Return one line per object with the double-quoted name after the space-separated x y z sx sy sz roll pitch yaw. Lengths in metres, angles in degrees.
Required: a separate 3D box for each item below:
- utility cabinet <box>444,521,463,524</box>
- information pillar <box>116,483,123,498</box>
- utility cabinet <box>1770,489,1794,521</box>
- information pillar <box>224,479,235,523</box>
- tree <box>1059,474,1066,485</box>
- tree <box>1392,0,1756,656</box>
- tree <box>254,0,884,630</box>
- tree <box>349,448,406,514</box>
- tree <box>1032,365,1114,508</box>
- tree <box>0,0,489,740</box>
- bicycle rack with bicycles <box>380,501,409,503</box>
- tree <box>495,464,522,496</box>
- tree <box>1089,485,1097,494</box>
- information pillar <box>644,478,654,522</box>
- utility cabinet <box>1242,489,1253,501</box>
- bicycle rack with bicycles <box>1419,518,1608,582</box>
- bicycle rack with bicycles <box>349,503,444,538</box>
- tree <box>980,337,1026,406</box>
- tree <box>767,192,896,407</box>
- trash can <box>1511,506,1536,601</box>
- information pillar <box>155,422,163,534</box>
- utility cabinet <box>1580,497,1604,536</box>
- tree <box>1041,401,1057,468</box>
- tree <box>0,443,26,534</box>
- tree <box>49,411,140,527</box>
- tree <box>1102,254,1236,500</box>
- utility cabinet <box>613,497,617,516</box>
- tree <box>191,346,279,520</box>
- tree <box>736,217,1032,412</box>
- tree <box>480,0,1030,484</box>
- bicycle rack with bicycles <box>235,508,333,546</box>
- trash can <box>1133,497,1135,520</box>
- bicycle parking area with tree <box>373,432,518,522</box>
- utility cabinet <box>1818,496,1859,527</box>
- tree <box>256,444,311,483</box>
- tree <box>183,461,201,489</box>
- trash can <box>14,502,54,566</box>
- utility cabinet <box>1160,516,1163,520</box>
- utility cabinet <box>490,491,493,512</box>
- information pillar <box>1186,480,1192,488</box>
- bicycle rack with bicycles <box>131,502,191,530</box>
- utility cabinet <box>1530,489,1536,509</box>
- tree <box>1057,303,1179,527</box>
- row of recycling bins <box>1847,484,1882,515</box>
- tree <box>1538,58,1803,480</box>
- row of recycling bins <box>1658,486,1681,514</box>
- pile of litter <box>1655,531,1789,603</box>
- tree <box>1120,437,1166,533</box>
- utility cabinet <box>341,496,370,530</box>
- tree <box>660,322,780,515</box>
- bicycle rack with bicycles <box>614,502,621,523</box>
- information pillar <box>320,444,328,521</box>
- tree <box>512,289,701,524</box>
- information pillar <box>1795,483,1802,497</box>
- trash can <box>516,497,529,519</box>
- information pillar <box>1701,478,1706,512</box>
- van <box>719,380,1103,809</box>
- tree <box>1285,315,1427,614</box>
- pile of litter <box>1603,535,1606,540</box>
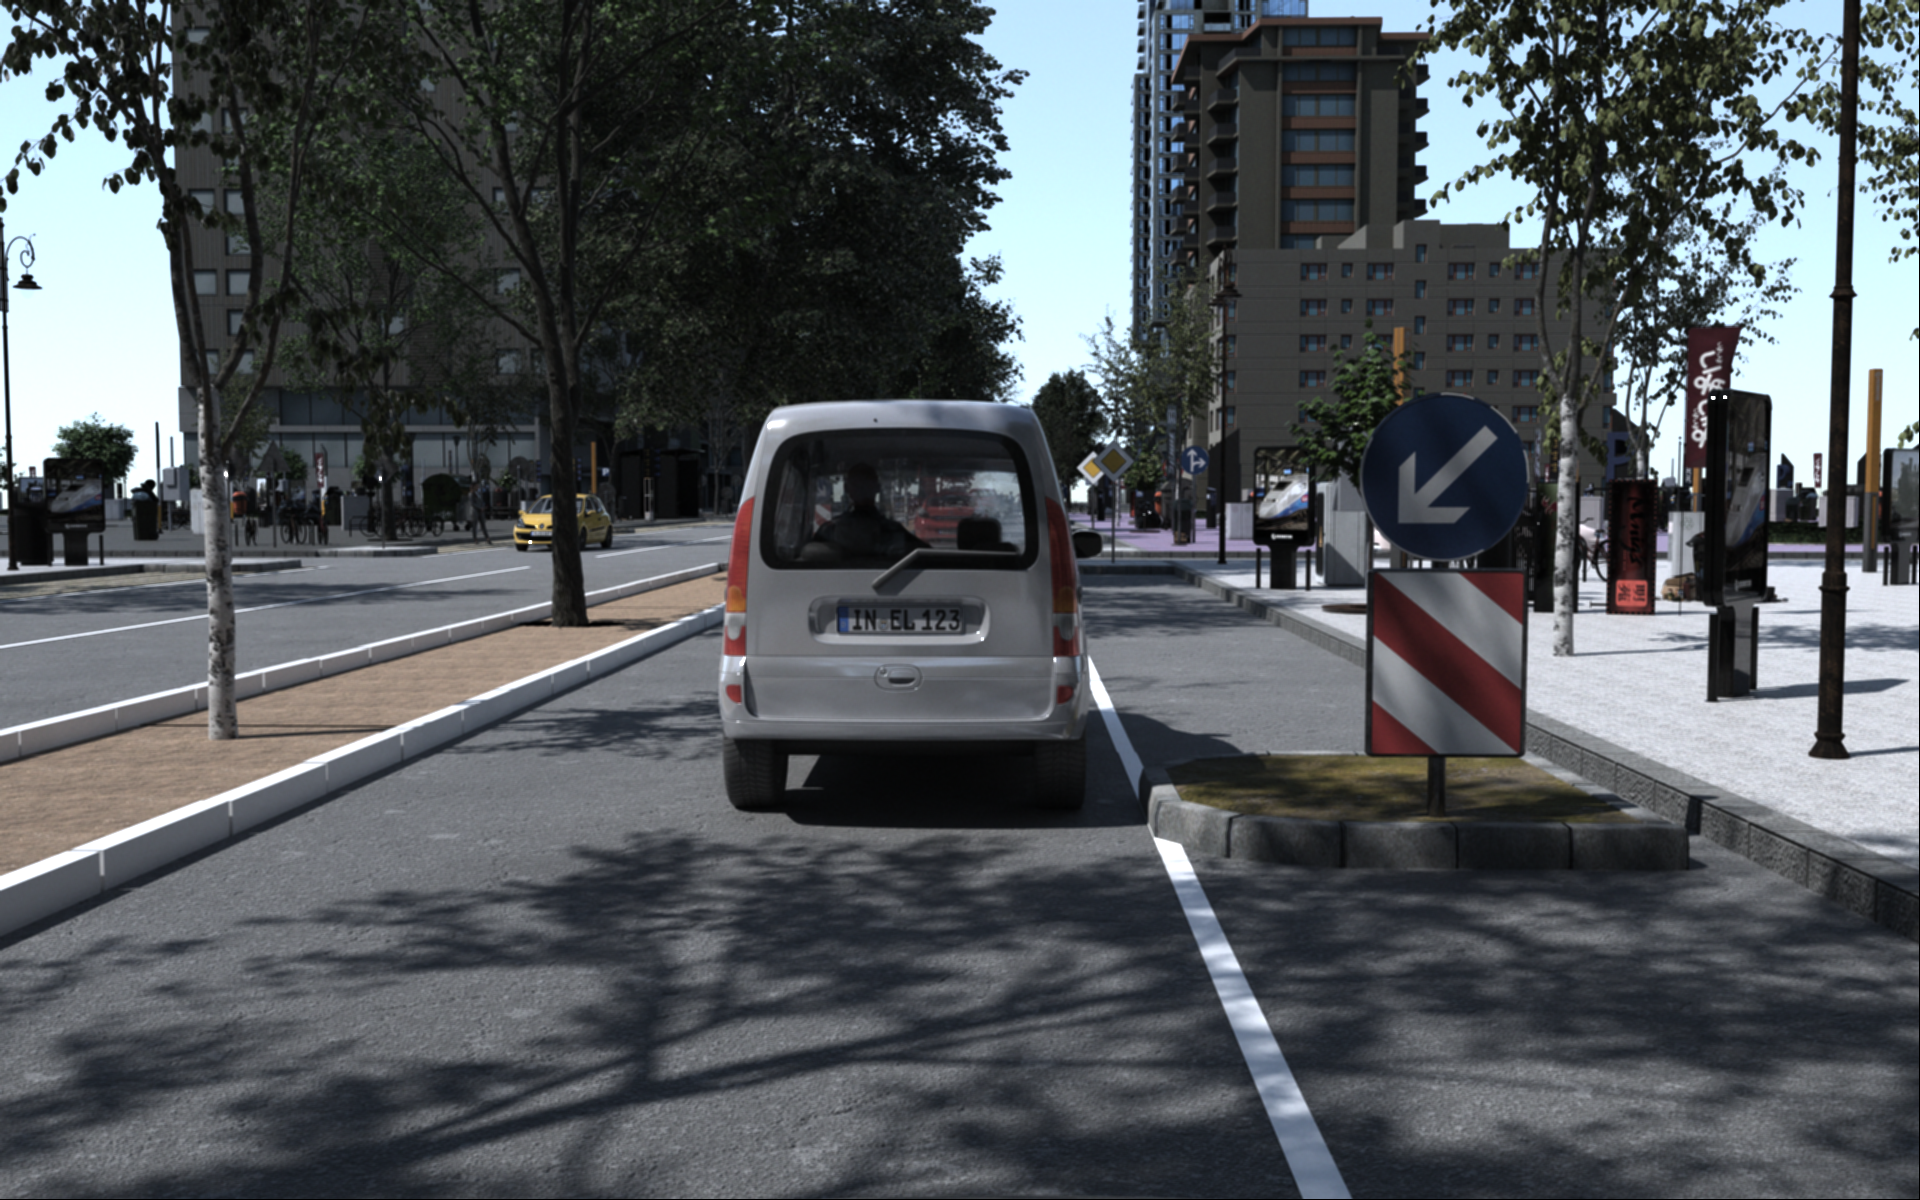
-22.039 -3.912 75.128 1.020 1.237 0.306 2 4 27 "utility cabinet"
-55.545 -6.727 114.475 0.304 2.012 0.304 -3 5 -44 "information pillar"
34.817 -3.956 73.357 1.173 1.500 0.318 -2 4 -30 "utility cabinet"
-32.477 -5.227 76.813 0.504 3.616 0.183 0 4 7 "information pillar"
12.330 -20.283 238.286 9.857 13.997 8.962 0 3 0 "tree"
5.027 -3.862 13.506 4.737 8.622 4.395 0 3 0 "tree"
-4.330 -5.523 18.512 9.928 11.665 9.643 0 3 0 "tree"
-36.473 -7.614 108.209 4.285 4.588 4.351 0 3 0 "tree"
9.628 -14.489 153.899 9.611 12.733 9.660 0 3 0 "tree"
-4.282 -3.472 9.591 4.360 8.622 3.978 0 3 0 "tree"
-21.509 -3.295 67.253 2.852 0.926 2.925 -1 4 -13 "bicycle rack with bicycles"
-28.594 -7.057 109.976 1.663 3.219 1.824 0 3 0 "tree"
7.557 -6.063 93.726 1.663 3.219 1.824 0 3 0 "tree"
-14.290 -4.593 79.584 0.304 2.012 0.304 2 4 23 "information pillar"
12.625 -4.087 75.505 0.318 1.500 1.173 2 4 31 "utility cabinet"
8.228 -0.784 26.193 2.852 0.926 2.925 0 4 -8 "bicycle rack with bicycles"
-16.875 -2.372 52.156 2.852 0.926 2.925 3 5 42 "bicycle rack with bicycles"
-1.730 -10.949 91.837 12.009 13.543 11.850 0 3 0 "tree"
-3.405 -5.446 41.855 4.737 8.622 4.395 0 3 0 "tree"
6.797 -0.572 21.004 0.748 1.137 0.748 0 3 0 "trash can"
-26.014 -3.968 56.227 0.183 3.616 0.504 -1 4 -22 "information pillar"
15.148 -1.902 42.258 1.020 1.237 0.306 2 4 35 "utility cabinet"
7.828 -11.175 133.080 4.360 8.622 3.978 0 3 0 "tree"
-30.973 -3.705 55.178 1.663 3.219 1.824 0 3 0 "tree"
-34.219 -5.186 68.497 4.285 4.588 4.351 0 3 0 "tree"
6.690 -6.320 53.694 4.737 8.622 4.395 0 3 0 "tree"
-19.688 -5.522 98.961 0.318 1.500 1.173 2 4 31 "utility cabinet"
-35.644 -8.280 85.743 4.737 8.622 4.395 0 3 0 "tree"
-2.544 -8.533 58.982 9.611 12.733 9.660 0 3 0 "tree"
-3.315 -7.295 28.389 9.857 13.997 8.962 0 3 0 "tree"
-17.252 -1.868 43.918 2.852 0.926 2.925 -1 4 -22 "bicycle rack with bicycles"
8.395 -4.204 80.385 0.748 1.137 0.748 0 3 0 "trash can"
-25.020 -5.876 83.070 9.016 4.147 8.231 1 4 20 "bicycle parking area with tree"
25.614 -2.406 50.502 0.306 1.237 1.020 -3 5 -41 "utility cabinet"
-44.152 -7.912 113.082 4.285 4.588 4.351 0 3 0 "tree"
-43.885 -6.373 98.792 1.663 3.219 1.824 0 3 0 "tree"
-16.718 -1.199 31.265 0.748 1.137 0.748 0 3 0 "trash can"
9.562 -4.357 82.393 0.306 1.237 1.020 0 4 -2 "utility cabinet"
-30.550 -6.346 112.440 0.318 1.500 1.173 2 4 34 "utility cabinet"
11.553 -5.099 87.853 0.304 2.012 0.304 2 4 27 "information pillar"
-28.247 -3.012 62.622 2.925 0.926 2.852 -3 5 -42 "bicycle rack with bicycles"
24.007 -3.882 72.145 1.173 1.500 0.318 -3 5 -41 "utility cabinet"
6.427 -7.174 67.653 4.360 8.622 3.978 0 3 0 "tree"
38.296 -4.077 73.765 1.069 1.692 3.534 0 4 7 "row of recycling bins"
12.106 -4.875 30.065 4.360 8.622 3.978 0 3 0 "tree"
36.198 -4.989 88.685 3.534 1.692 1.069 -3 5 -44 "row of recycling bins"
9.035 -0.426 20.930 1.719 0.858 1.176 3 4 38 "pile of litter"
6.158 -3.875 57.961 1.663 3.219 1.824 0 3 0 "tree"
-21.490 -3.092 61.716 1.020 1.237 0.306 -2 4 -34 "utility cabinet"
-14.774 -11.948 105.722 12.009 13.543 11.850 0 3 0 "tree"
-16.382 -3.923 77.528 2.852 0.926 2.925 0 4 -1 "bicycle rack with bicycles"
-29.471 -5.440 80.298 0.504 3.616 0.183 3 5 44 "information pillar"
-15.047 -8.528 73.846 8.767 10.594 7.601 0 4 -7 "tree"
53.747 -6.515 111.010 0.304 2.012 0.304 0 4 -2 "information pillar"
-18.281 -3.741 72.822 0.748 1.137 0.748 0 3 0 "trash can"
33.709 -4.541 78.734 0.304 2.012 0.304 0 4 -5 "information pillar"
-0.209 -0.138 9.269 2.013 2.044 4.112 0 4 1 "van"
4.352 -1.485 18.889 1.663 3.219 1.824 0 3 0 "tree"
17.315 -2.080 47.974 1.719 0.858 1.176 -1 4 -15 "pile of litter"
